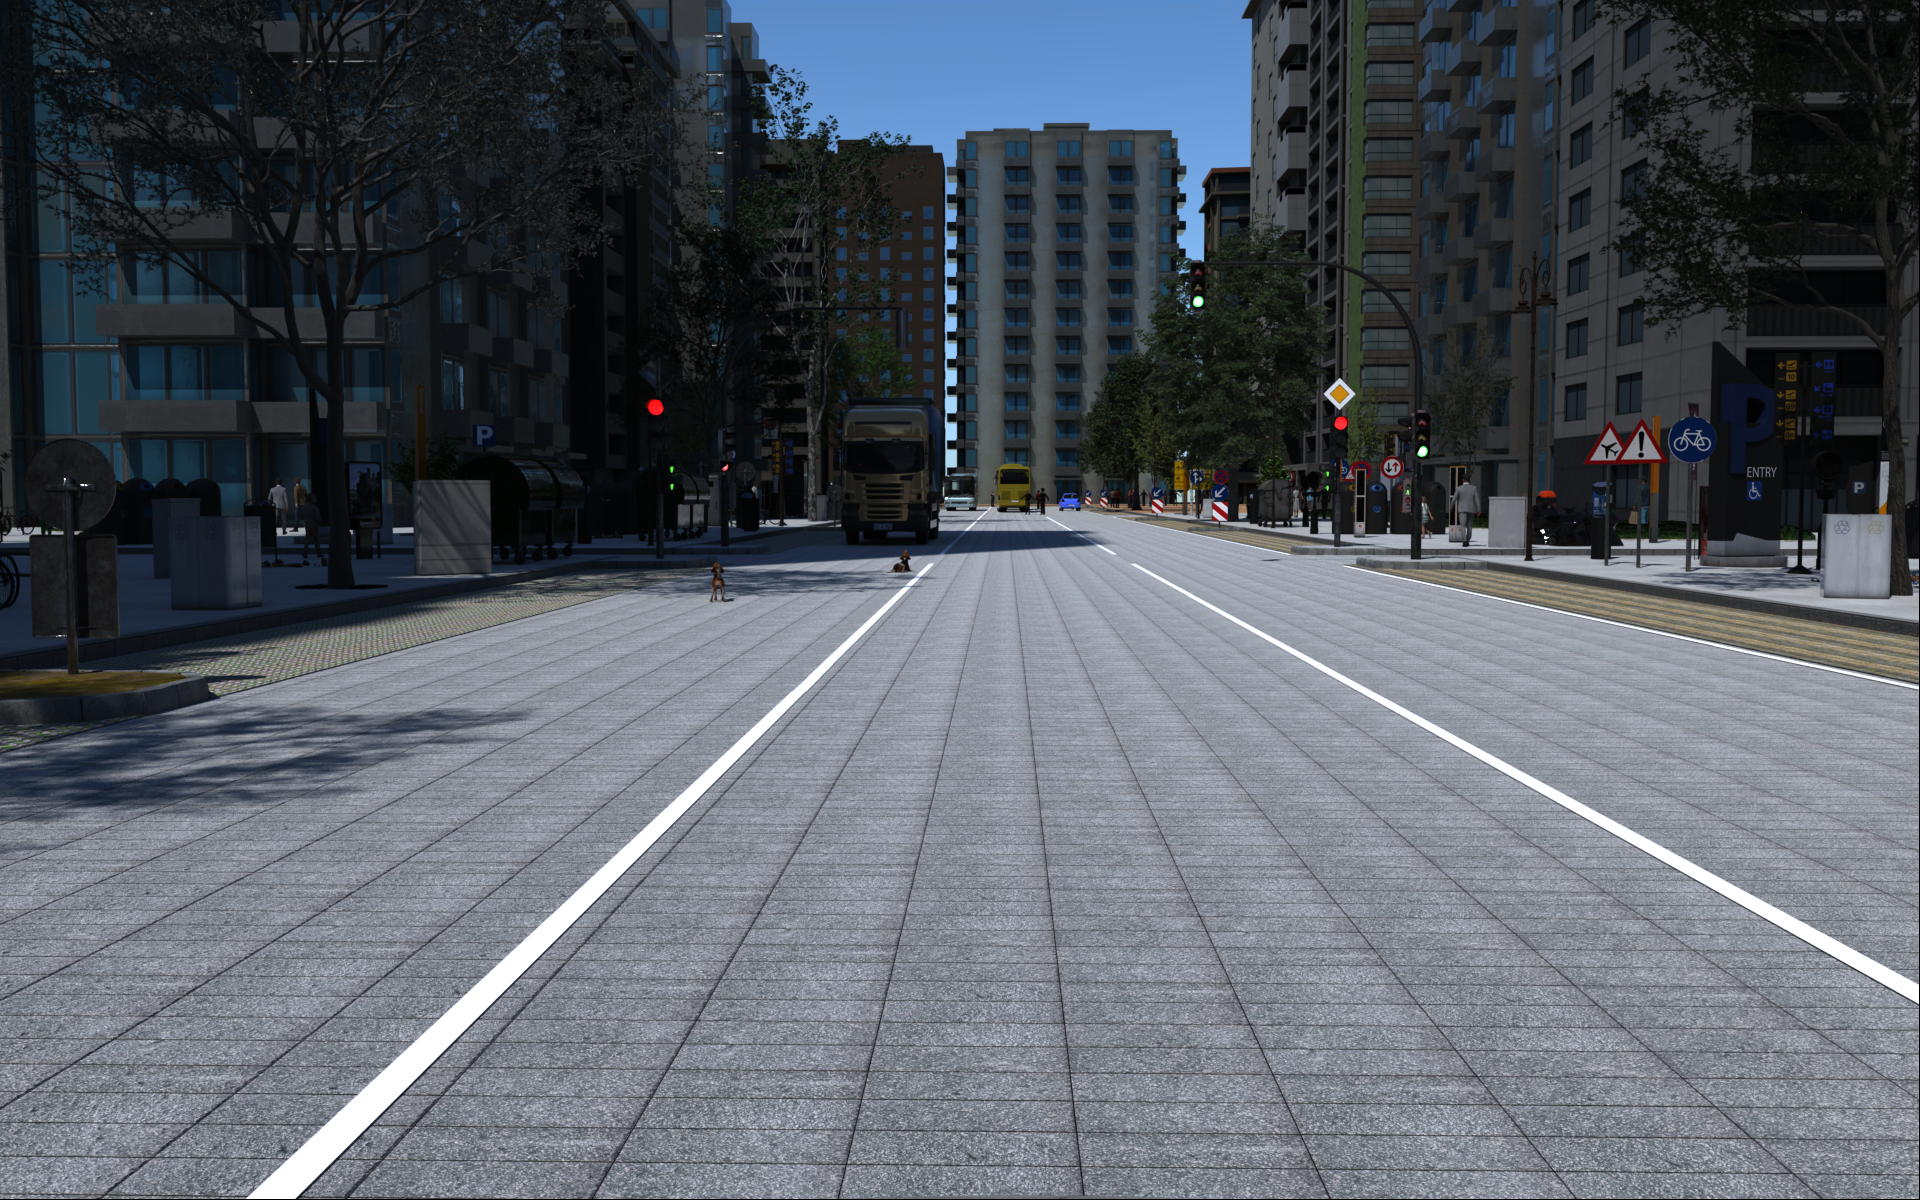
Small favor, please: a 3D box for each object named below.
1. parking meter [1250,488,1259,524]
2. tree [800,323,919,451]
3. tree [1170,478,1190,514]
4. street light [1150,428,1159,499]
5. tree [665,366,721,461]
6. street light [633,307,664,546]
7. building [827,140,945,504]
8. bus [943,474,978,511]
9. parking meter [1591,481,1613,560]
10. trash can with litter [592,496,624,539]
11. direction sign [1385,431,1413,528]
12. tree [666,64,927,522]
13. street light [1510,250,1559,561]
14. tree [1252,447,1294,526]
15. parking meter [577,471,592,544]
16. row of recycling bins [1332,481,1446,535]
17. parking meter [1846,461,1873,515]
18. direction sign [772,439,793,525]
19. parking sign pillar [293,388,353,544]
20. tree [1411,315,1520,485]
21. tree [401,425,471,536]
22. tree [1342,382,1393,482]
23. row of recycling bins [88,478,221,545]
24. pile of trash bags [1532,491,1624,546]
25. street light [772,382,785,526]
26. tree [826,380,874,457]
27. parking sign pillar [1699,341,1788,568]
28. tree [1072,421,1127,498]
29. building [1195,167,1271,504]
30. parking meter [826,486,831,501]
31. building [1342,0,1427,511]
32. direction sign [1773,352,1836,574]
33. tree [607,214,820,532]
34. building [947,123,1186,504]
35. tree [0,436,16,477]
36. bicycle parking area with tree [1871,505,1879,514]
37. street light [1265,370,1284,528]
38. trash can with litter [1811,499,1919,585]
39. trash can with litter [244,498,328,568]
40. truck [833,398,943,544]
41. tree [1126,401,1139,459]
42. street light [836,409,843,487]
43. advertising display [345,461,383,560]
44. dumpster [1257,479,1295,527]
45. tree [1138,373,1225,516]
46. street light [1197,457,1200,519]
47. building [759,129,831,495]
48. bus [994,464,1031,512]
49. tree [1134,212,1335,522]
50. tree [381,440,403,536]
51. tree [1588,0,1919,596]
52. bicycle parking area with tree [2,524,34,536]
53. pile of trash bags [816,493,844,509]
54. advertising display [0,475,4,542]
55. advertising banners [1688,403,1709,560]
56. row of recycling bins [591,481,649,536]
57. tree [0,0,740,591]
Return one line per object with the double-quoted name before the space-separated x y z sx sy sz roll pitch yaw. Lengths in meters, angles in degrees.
"parking meter" 12.627 -4.031 74.316 0.372 1.533 0.369 0 3 0
"tree" -6.036 -10.940 104.624 9.928 11.665 9.643 0 3 0
"tree" 14.117 -7.090 110.527 1.663 3.219 1.824 0 3 0
"street light" 13.012 -8.745 115.764 0.468 5.910 1.993 0 4 1
"tree" -14.954 -8.942 96.562 4.737 8.622 4.395 0 3 0
"street light" -7.689 -4.288 42.897 0.468 5.910 1.993 0 4 1
"building" -9.123 -34.969 221.852 14.200 45.320 14.600 0 4 1
"bus" 0.134 -9.529 150.660 2.948 3.499 13.247 0 4 2
"parking meter" 12.619 -1.569 34.061 0.372 1.533 0.369 0 3 0
"trash can with litter" -10.695 -2.401 50.307 2.233 1.210 1.678 -2 4 -28
"direction sign" 15.794 -4.286 62.073 0.876 3.537 0.379 0 4 5
"tree" -8.057 -13.673 79.435 12.611 20.169 13.585 0 3 0
"street light" 10.922 -3.687 33.077 0.468 5.910 1.993 0 4 1
"tree" 12.647 -4.620 70.132 1.663 3.219 1.824 0 3 0
"parking meter" -9.672 -2.377 44.574 0.255 1.863 0.399 1 4 10
"row of recycling bins" 13.685 -2.950 55.338 3.534 1.692 1.069 0 4 5
"parking meter" 16.175 -1.558 31.187 0.399 1.863 0.255 2 4 34
"direction sign" -7.250 -4.821 70.814 0.876 3.537 0.379 0 4 -2
"parking sign pillar" -16.480 -3.439 44.705 1.447 3.967 1.447 -1 4 -15
"tree" 20.647 -7.370 70.870 4.360 8.622 3.978 0 3 0
"tree" -14.281 -3.292 48.433 1.663 3.219 1.824 0 3 0
"tree" 26.445 -10.006 113.968 4.737 8.622 4.395 0 3 0
"row of recycling bins" -20.787 -2.299 44.699 1.069 1.692 3.534 2 4 32
"pile of trash bags" 15.409 -2.097 44.044 1.912 1.369 3.447 0 4 -2
"street light" -7.086 -5.857 68.543 0.468 5.910 1.993 0 4 1
"tree" -6.404 -9.857 111.532 4.737 8.622 4.395 0 3 0
"parking sign pillar" 13.973 -2.588 30.778 1.447 3.967 1.447 -1 4 -21
"tree" 15.499 -15.249 183.737 7.601 10.594 8.767 0 4 -8
"building" 44.444 -34.854 224.492 28.867 44.769 22.147 0 4 1
"parking meter" -8.918 -6.855 117.791 0.399 1.863 0.255 -1 4 -16
"building" 34.456 -26.882 123.110 14.154 41.232 14.086 0 4 1
"direction sign" 13.544 -2.192 27.837 0.876 3.537 0.379 1 4 19
"tree" -8.241 -7.526 57.457 7.601 10.594 8.767 1 4 9
"building" 13.658 -37.105 226.281 30.456 49.044 23.786 0 4 1
"tree" -16.778 -2.074 28.517 1.663 3.219 1.824 0 3 0
"bicycle parking area with tree" 54.509 -6.437 92.249 8.231 4.147 9.016 0 4 -5
"street light" 11.744 -5.626 64.777 0.468 5.910 1.993 0 4 1
"trash can with litter" 13.603 -0.871 25.296 2.233 1.210 1.678 1 4 13
"trash can with litter" -11.890 -1.189 30.496 2.233 1.210 1.678 -2 4 -26
"truck" -1.966 -3.898 52.643 2.839 4.237 11.283 0 4 2
"tree" 14.169 -10.752 126.154 4.737 8.622 4.395 0 3 0
"street light" -6.424 -7.416 94.035 0.468 5.910 1.993 0 4 1
"advertising display" -11.750 -1.768 34.118 0.123 1.923 0.974 1 4 21
"dumpster" 12.286 -3.764 67.301 1.264 1.857 1.865 0 4 2
"tree" 13.734 -9.230 101.278 4.737 8.622 4.395 0 3 0
"street light" 12.457 -7.185 90.268 0.468 5.910 1.993 0 4 1
"building" -27.634 -36.824 225.773 21.600 48.544 21.300 0 4 1
"bus" 4.240 -9.065 139.751 2.896 3.916 12.252 0 4 0
"tree" 12.616 -10.608 80.091 9.857 13.997 8.962 0 3 0
"tree" -16.788 -3.616 53.716 1.663 3.219 1.824 0 3 0
"tree" 11.634 -5.346 21.822 7.601 10.594 8.767 2 4 32
"bicycle parking area with tree" -33.021 -3.927 51.209 8.231 4.147 9.016 1 4 14
"pile of trash bags" -8.007 -6.438 115.017 3.447 1.369 1.912 1 4 10
"advertising display" -26.068 -2.505 46.175 0.974 1.923 0.123 -1 4 -20
"advertising banners" 14.648 -2.312 33.996 0.090 3.025 2.074 3 5 44
"row of recycling bins" -10.828 -2.912 54.719 1.069 1.692 3.534 2 4 23
"tree" -8.490 -6.889 23.004 12.009 13.543 11.850 0 3 0
